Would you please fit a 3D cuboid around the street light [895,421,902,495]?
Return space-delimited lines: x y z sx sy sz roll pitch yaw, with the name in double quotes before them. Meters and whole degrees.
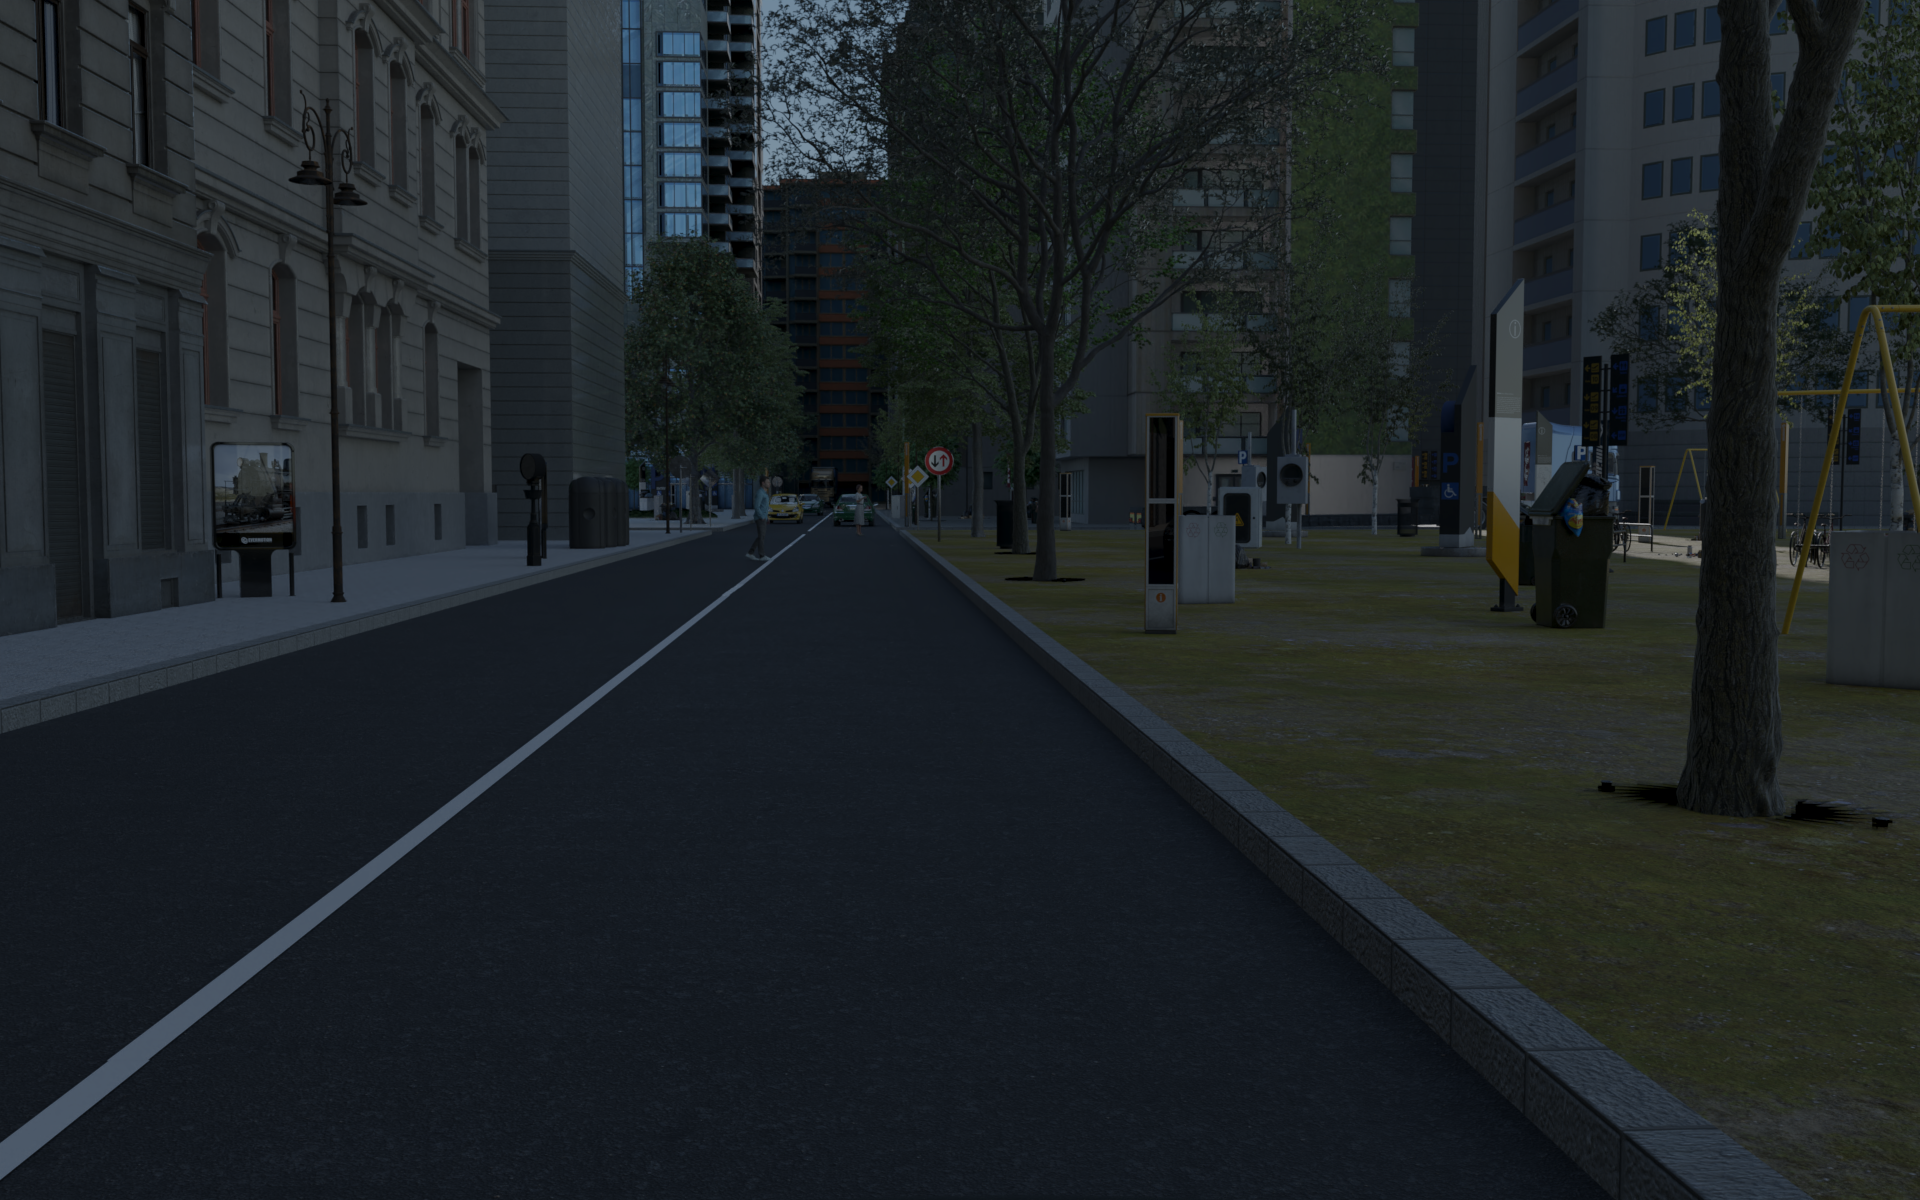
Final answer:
"street light" -3.827 -8.229 107.333 0.468 5.910 1.993 0 4 -3

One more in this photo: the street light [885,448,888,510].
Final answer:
"street light" -6.074 -10.402 142.865 0.468 5.910 1.993 0 4 -3

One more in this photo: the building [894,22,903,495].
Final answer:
"building" 0.890 -31.378 163.145 14.600 45.320 14.200 0 4 -3

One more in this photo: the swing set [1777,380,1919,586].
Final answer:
"swing set" 13.569 -1.732 25.940 3.119 2.851 2.862 2 4 25

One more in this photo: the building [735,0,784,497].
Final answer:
"building" -29.241 -45.514 182.410 20.563 71.187 20.611 0 4 -3

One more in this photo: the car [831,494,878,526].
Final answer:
"car" -4.764 -4.059 78.160 2.131 1.459 4.920 0 4 -2

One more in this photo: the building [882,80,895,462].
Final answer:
"building" 5.094 -37.640 204.645 28.713 52.752 27.495 0 4 -3

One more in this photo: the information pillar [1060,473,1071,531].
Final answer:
"information pillar" 3.673 -3.412 60.277 0.304 2.012 0.304 2 4 30

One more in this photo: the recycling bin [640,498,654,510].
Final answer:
"recycling bin" -18.977 -5.673 105.314 0.722 1.027 0.722 3 5 42

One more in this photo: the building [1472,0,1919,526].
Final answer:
"building" 40.343 -32.799 78.259 28.212 58.520 21.231 0 4 -3

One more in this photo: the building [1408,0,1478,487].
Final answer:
"building" 55.256 -47.232 210.491 20.611 71.187 20.563 0 4 -3

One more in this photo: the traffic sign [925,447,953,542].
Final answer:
"traffic sign" -0.559 -2.840 46.532 0.768 2.556 0.104 0 4 -2

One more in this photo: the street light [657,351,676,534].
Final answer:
"street light" -9.468 -5.088 55.973 0.468 5.910 1.993 0 4 -3

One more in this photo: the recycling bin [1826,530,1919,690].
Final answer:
"recycling bin" 6.352 0.052 11.701 0.722 1.027 0.722 3 5 43

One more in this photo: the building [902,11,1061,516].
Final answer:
"building" 3.368 -20.570 108.014 14.160 30.474 14.107 0 4 -3

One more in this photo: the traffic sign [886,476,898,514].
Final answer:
"traffic sign" -4.353 -6.666 110.181 0.795 2.450 0.064 0 4 2

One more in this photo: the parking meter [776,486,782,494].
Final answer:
"parking meter" -13.224 -7.383 126.420 0.399 1.863 0.255 3 5 44

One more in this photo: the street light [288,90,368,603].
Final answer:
"street light" -7.382 -2.912 20.392 0.468 5.910 1.993 0 4 -3

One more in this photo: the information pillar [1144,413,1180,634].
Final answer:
"information pillar" 1.857 -0.699 15.926 0.304 2.012 0.304 1 4 8

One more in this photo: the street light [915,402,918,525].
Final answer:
"street light" -1.797 -6.025 71.302 0.468 5.910 1.993 0 4 -3

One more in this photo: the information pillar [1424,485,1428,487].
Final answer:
"information pillar" 36.536 -8.027 135.736 0.304 2.012 0.304 -2 4 -27

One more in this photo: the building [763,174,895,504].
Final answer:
"building" -16.731 -35.677 237.947 28.867 44.769 22.147 0 4 -3

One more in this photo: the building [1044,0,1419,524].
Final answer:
"building" 11.278 -24.031 76.509 14.086 41.232 14.154 0 4 -3

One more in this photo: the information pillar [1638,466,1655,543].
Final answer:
"information pillar" 18.041 -2.510 45.523 0.304 2.012 0.304 3 4 38

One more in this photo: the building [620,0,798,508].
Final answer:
"building" -35.214 -54.517 204.031 31.000 86.520 22.319 0 4 -3

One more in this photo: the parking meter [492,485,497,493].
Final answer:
"parking meter" -12.738 -2.357 46.942 0.372 1.533 0.369 0 3 0

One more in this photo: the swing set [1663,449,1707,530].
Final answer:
"swing set" 26.421 -3.819 60.069 3.119 2.851 2.862 -1 4 -8

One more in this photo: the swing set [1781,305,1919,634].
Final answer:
"swing set" 9.063 -1.025 14.377 3.119 2.851 2.862 0 4 1

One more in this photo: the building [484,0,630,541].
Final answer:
"building" -25.700 -16.766 51.624 29.804 29.767 11.434 0 4 -3

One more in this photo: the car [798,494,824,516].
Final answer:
"car" -10.082 -6.332 115.326 2.131 1.459 4.920 0 4 -2

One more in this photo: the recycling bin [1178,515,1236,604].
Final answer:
"recycling bin" 2.800 -0.488 20.526 0.722 1.027 0.722 -1 4 -14

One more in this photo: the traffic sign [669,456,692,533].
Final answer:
"traffic sign" -9.257 -3.503 57.387 0.768 2.556 0.104 0 4 5

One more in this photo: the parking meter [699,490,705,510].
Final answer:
"parking meter" -15.813 -5.975 106.096 0.372 1.533 0.369 0 3 0

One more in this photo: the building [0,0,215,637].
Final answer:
"building" -13.075 -9.897 10.967 9.793 20.994 18.267 0 4 -3

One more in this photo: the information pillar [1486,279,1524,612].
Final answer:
"information pillar" 5.925 -1.679 18.813 0.504 3.616 0.183 -3 4 -36

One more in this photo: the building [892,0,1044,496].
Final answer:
"building" 3.228 -45.362 179.921 20.563 71.187 20.611 0 4 -3

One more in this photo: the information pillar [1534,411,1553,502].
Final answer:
"information pillar" 16.425 -3.514 48.806 0.504 3.616 0.183 -1 4 -12

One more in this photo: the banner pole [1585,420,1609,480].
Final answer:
"banner pole" 18.884 -3.764 51.563 0.863 3.779 0.401 2 4 32

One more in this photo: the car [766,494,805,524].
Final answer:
"car" -8.538 -4.532 84.325 2.015 1.641 3.980 0 4 -3

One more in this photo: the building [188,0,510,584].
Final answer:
"building" -17.322 -14.950 31.826 14.401 28.519 23.554 0 4 -3

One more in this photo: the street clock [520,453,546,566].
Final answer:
"street clock" -7.602 -1.608 30.856 0.471 2.002 0.358 3 5 40
